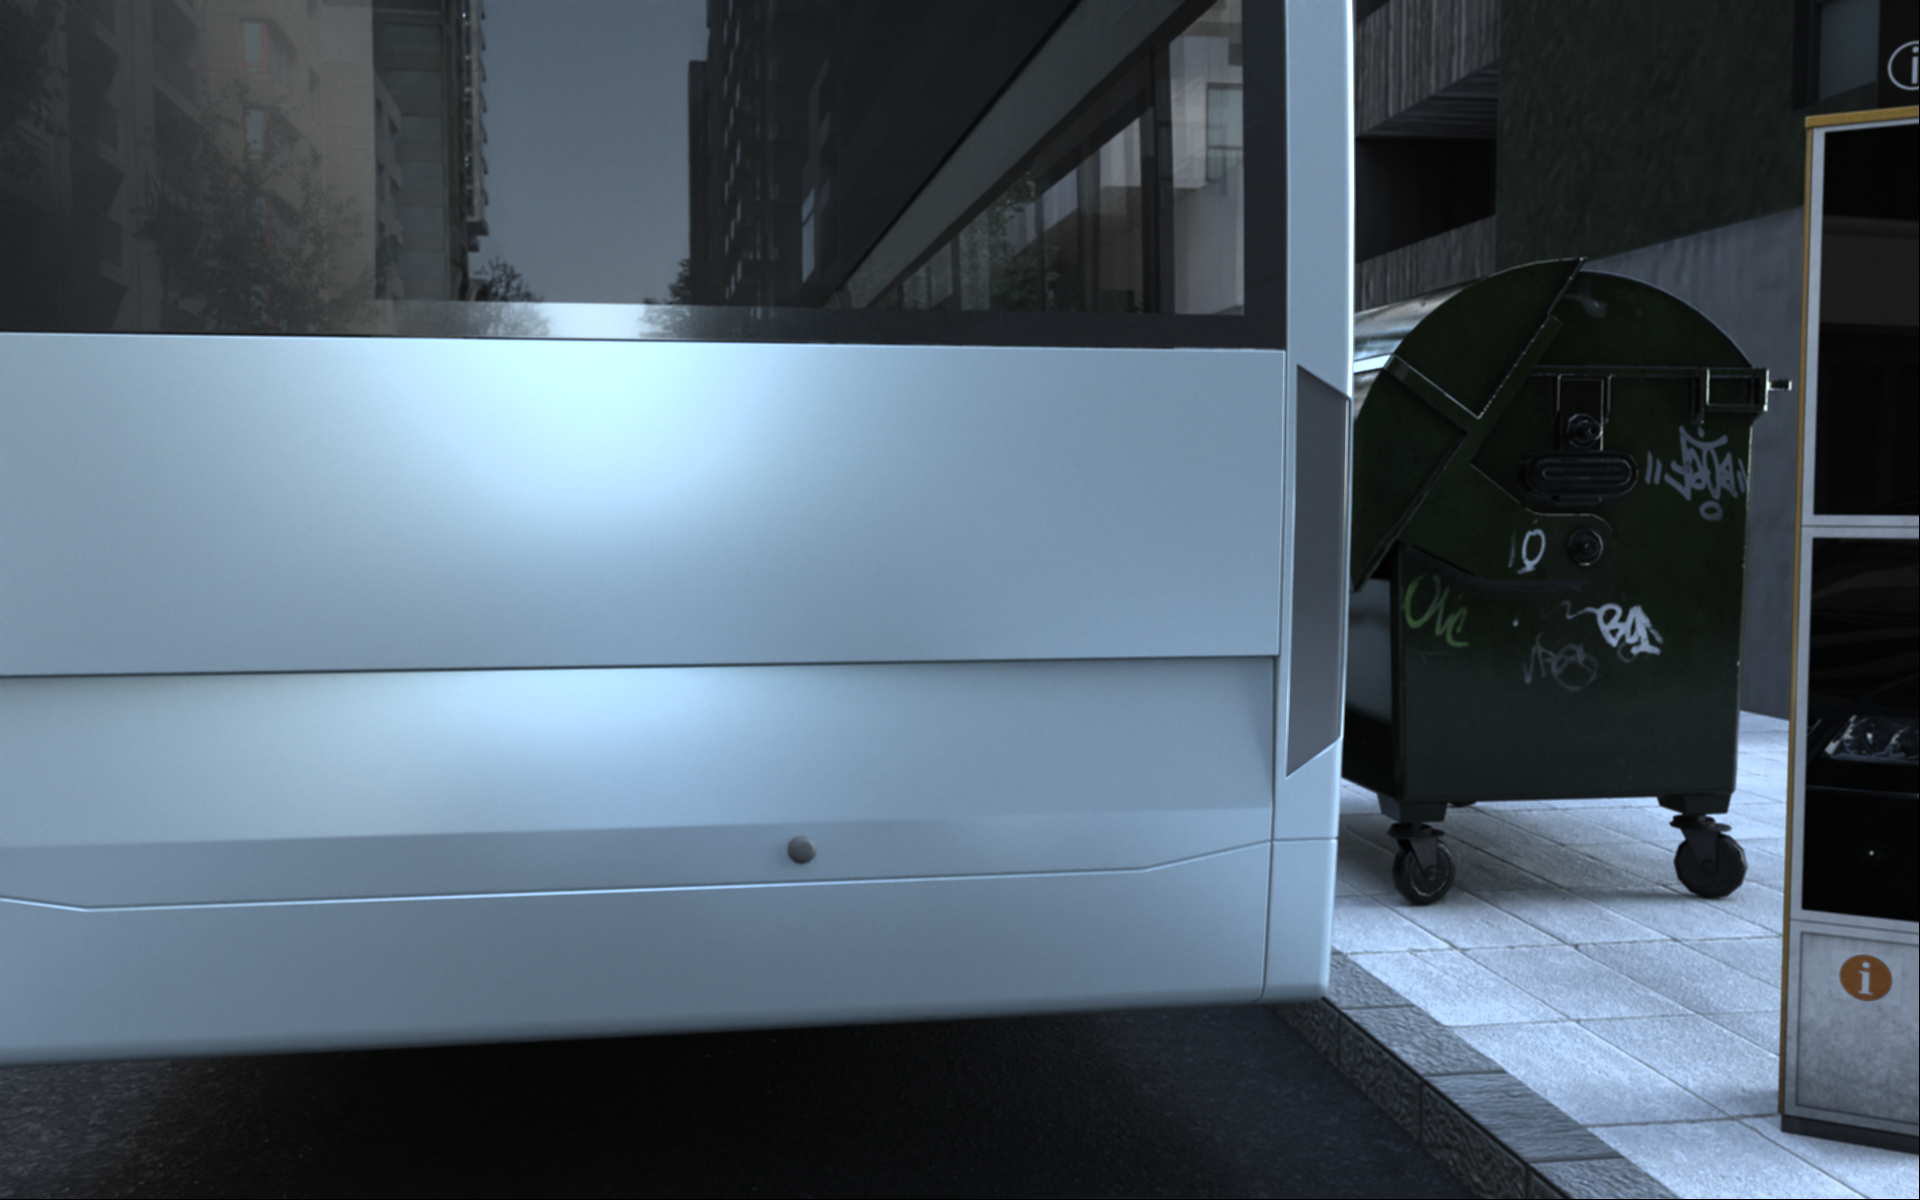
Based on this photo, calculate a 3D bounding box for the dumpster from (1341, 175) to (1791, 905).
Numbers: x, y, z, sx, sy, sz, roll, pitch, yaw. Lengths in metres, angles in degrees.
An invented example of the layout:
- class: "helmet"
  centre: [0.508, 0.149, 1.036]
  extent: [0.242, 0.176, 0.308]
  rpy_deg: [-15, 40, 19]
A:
- class: "dumpster"
  centre: [1.743, -0.225, 6.180]
  extent: [1.502, 2.255, 1.985]
  rpy_deg: [-1, 4, -8]

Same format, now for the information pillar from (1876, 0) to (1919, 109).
- class: "information pillar"
  centre: [4.056, -0.973, 7.266]
  extent: [0.504, 3.616, 0.183]
  rpy_deg: [2, 4, 25]

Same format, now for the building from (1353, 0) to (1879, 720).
- class: "building"
  centre: [10.785, -14.927, 15.752]
  extent: [14.160, 30.474, 14.107]
  rpy_deg: [-1, 4, -8]

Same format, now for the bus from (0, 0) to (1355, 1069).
- class: "bus"
  centre: [-1.644, -0.891, 9.429]
  extent: [2.948, 3.499, 13.247]
  rpy_deg: [-1, 4, -10]

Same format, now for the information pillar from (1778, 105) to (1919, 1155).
- class: "information pillar"
  centre: [1.845, 0.062, 3.473]
  extent: [0.304, 2.012, 0.304]
  rpy_deg: [2, 4, 30]
